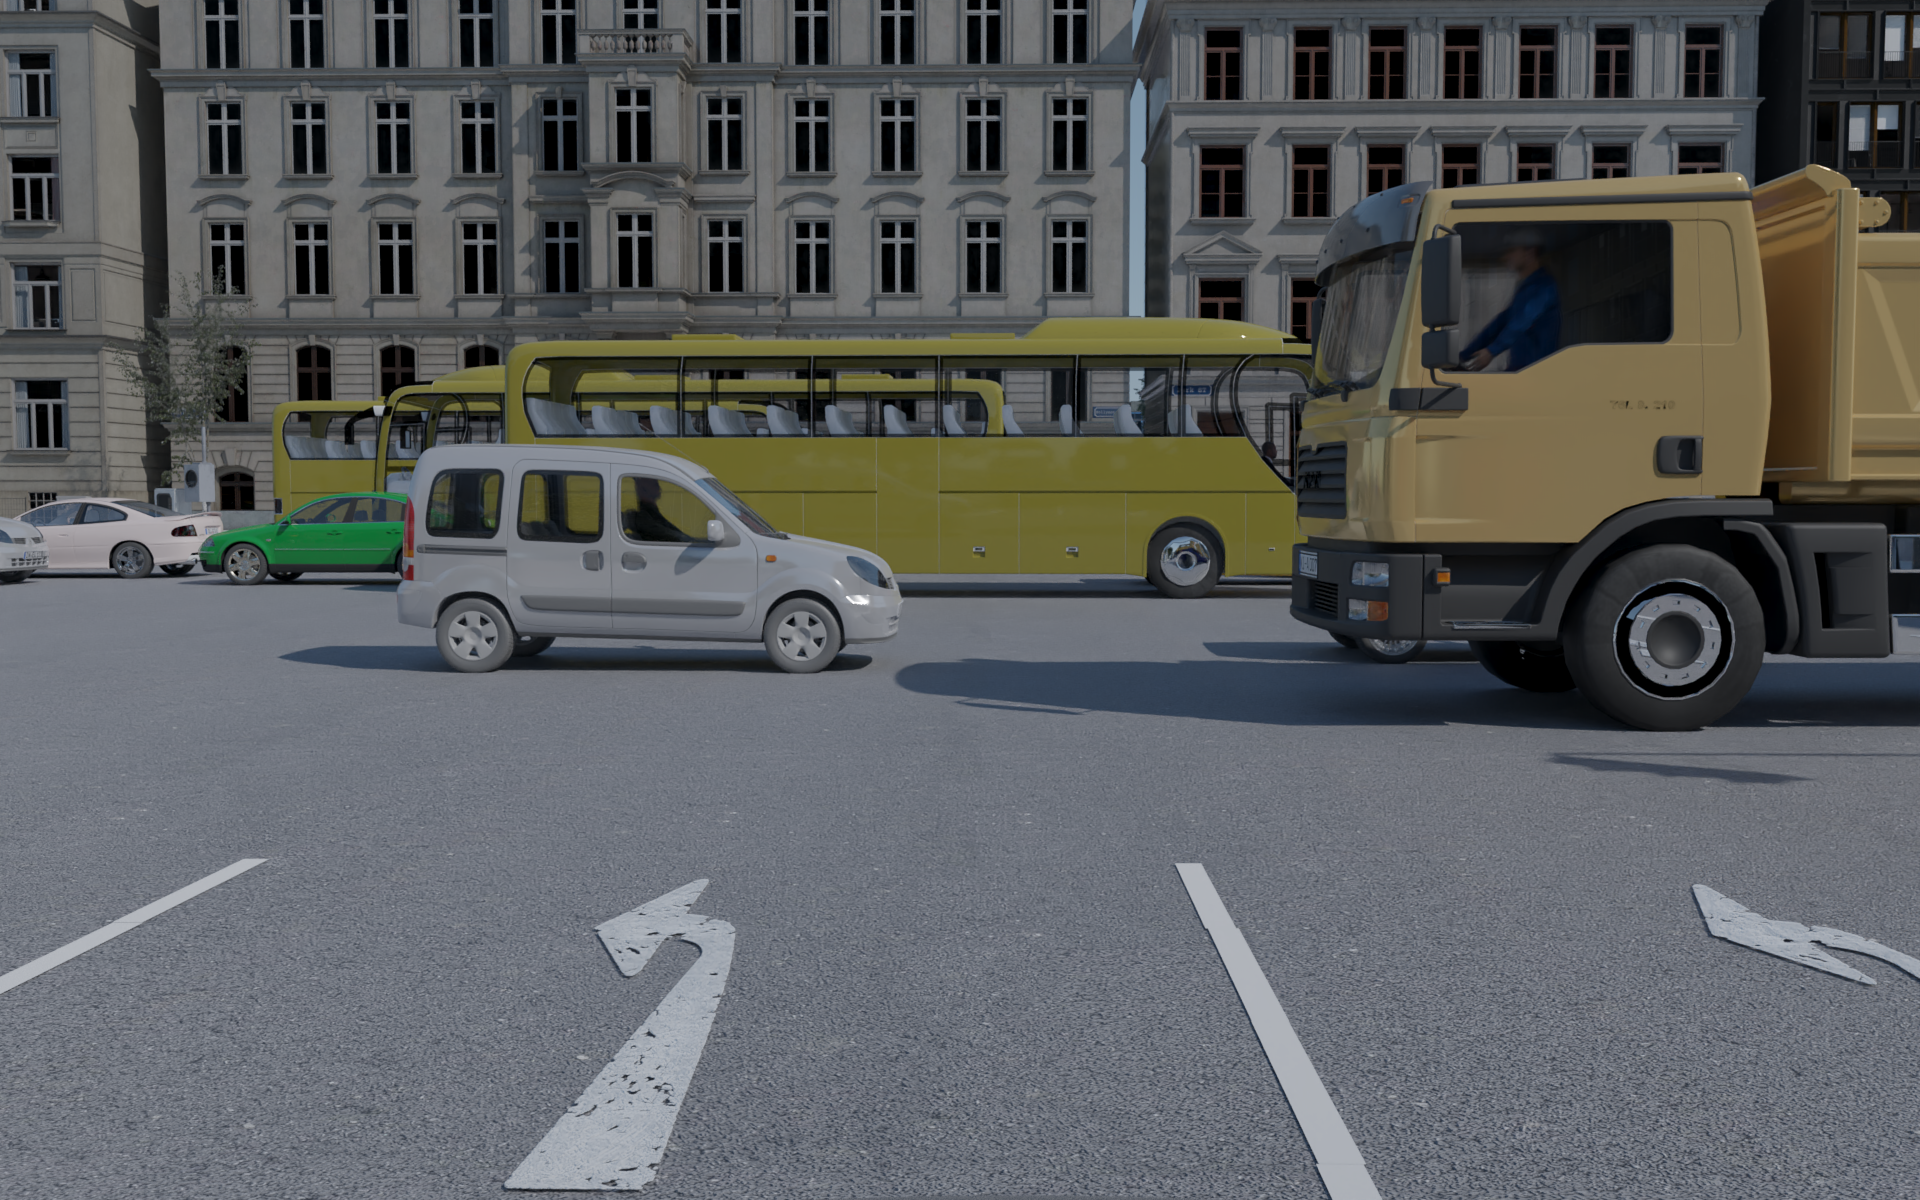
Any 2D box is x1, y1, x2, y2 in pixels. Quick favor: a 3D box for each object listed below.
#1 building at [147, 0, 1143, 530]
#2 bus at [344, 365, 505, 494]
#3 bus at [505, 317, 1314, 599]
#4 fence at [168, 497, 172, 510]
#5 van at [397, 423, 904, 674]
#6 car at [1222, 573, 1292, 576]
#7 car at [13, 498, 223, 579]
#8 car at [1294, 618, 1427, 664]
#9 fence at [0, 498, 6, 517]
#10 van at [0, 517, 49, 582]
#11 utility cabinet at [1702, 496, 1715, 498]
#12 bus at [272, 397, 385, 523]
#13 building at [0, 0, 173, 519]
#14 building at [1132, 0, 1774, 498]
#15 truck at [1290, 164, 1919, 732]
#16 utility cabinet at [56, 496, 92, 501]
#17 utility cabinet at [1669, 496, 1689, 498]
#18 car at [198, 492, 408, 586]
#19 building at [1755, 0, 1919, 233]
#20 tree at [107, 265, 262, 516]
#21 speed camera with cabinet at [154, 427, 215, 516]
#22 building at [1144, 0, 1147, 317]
[{"bbox_3d":[-10.831,-15.055,65.228,34.723,24.649,14.460,0,4,1],"label":"building"},{"bbox_3d":[-5.248,-2.551,33.264,12.252,3.916,2.896,0,4,3],"label":"bus"},{"bbox_3d":[-0.113,-2.033,24.787,12.252,3.916,2.896,0,4,2],"label":"bus"},{"bbox_3d":[-21.855,-2.247,47.947,0.480,1.192,2.264,-1,4,-22],"label":"fence"},{"bbox_3d":[-2.533,-0.462,14.572,4.112,2.044,2.013,0,4,1],"label":"van"},{"bbox_3d":[4.697,-1.075,27.799,3.980,1.641,2.015,0,4,1],"label":"car"},{"bbox_3d":[-15.328,-1.087,30.138,4.827,1.381,2.083,0,4,1],"label":"car"},{"bbox_3d":[4.984,-0.169,15.348,3.894,1.354,1.945,0,4,2],"label":"car"},{"bbox_3d":[-27.040,-2.261,48.174,0.480,1.192,2.264,2,4,35],"label":"fence"},{"bbox_3d":[-16.736,-1.253,27.495,4.112,2.044,2.013,0,4,1],"label":"van"},{"bbox_3d":[20.151,-2.116,45.761,1.020,1.237,0.306,1,4,22],"label":"utility cabinet"},{"bbox_3d":[-9.490,-2.988,40.401,12.252,3.916,2.896,0,4,1],"label":"bus"},{"bbox_3d":[-43.209,-14.246,66.198,30.059,22.955,16.112,0,4,1],"label":"building"},{"bbox_3d":[17.074,-13.913,63.637,21.152,22.565,11.583,0,4,1],"label":"building"},{"bbox_3d":[6.388,-0.954,11.527,9.791,3.379,3.469,0,4,0],"label":"truck"},{"bbox_3d":[-27.873,-2.652,54.520,1.020,1.237,0.306,1,4,8],"label":"utility cabinet"},{"bbox_3d":[21.520,-2.531,52.542,1.020,1.237,0.306,0,4,2],"label":"utility cabinet"},{"bbox_3d":[-9.787,-1.166,27.856,4.718,1.807,1.959,0,4,1],"label":"car"},{"bbox_3d":[35.793,-14.283,63.212,15.834,23.373,12.332,0,4,1],"label":"building"},{"bbox_3d":[-24.366,-6.409,55.144,4.360,8.622,3.978,0,3,0],"label":"tree"},{"bbox_3d":[-22.961,-3.481,51.244,2.038,3.252,0.660,2,4,29],"label":"speed camera with cabinet"},{"bbox_3d":[35.956,-55.857,225.938,31.000,86.520,22.319,0,4,1],"label":"building"}]
